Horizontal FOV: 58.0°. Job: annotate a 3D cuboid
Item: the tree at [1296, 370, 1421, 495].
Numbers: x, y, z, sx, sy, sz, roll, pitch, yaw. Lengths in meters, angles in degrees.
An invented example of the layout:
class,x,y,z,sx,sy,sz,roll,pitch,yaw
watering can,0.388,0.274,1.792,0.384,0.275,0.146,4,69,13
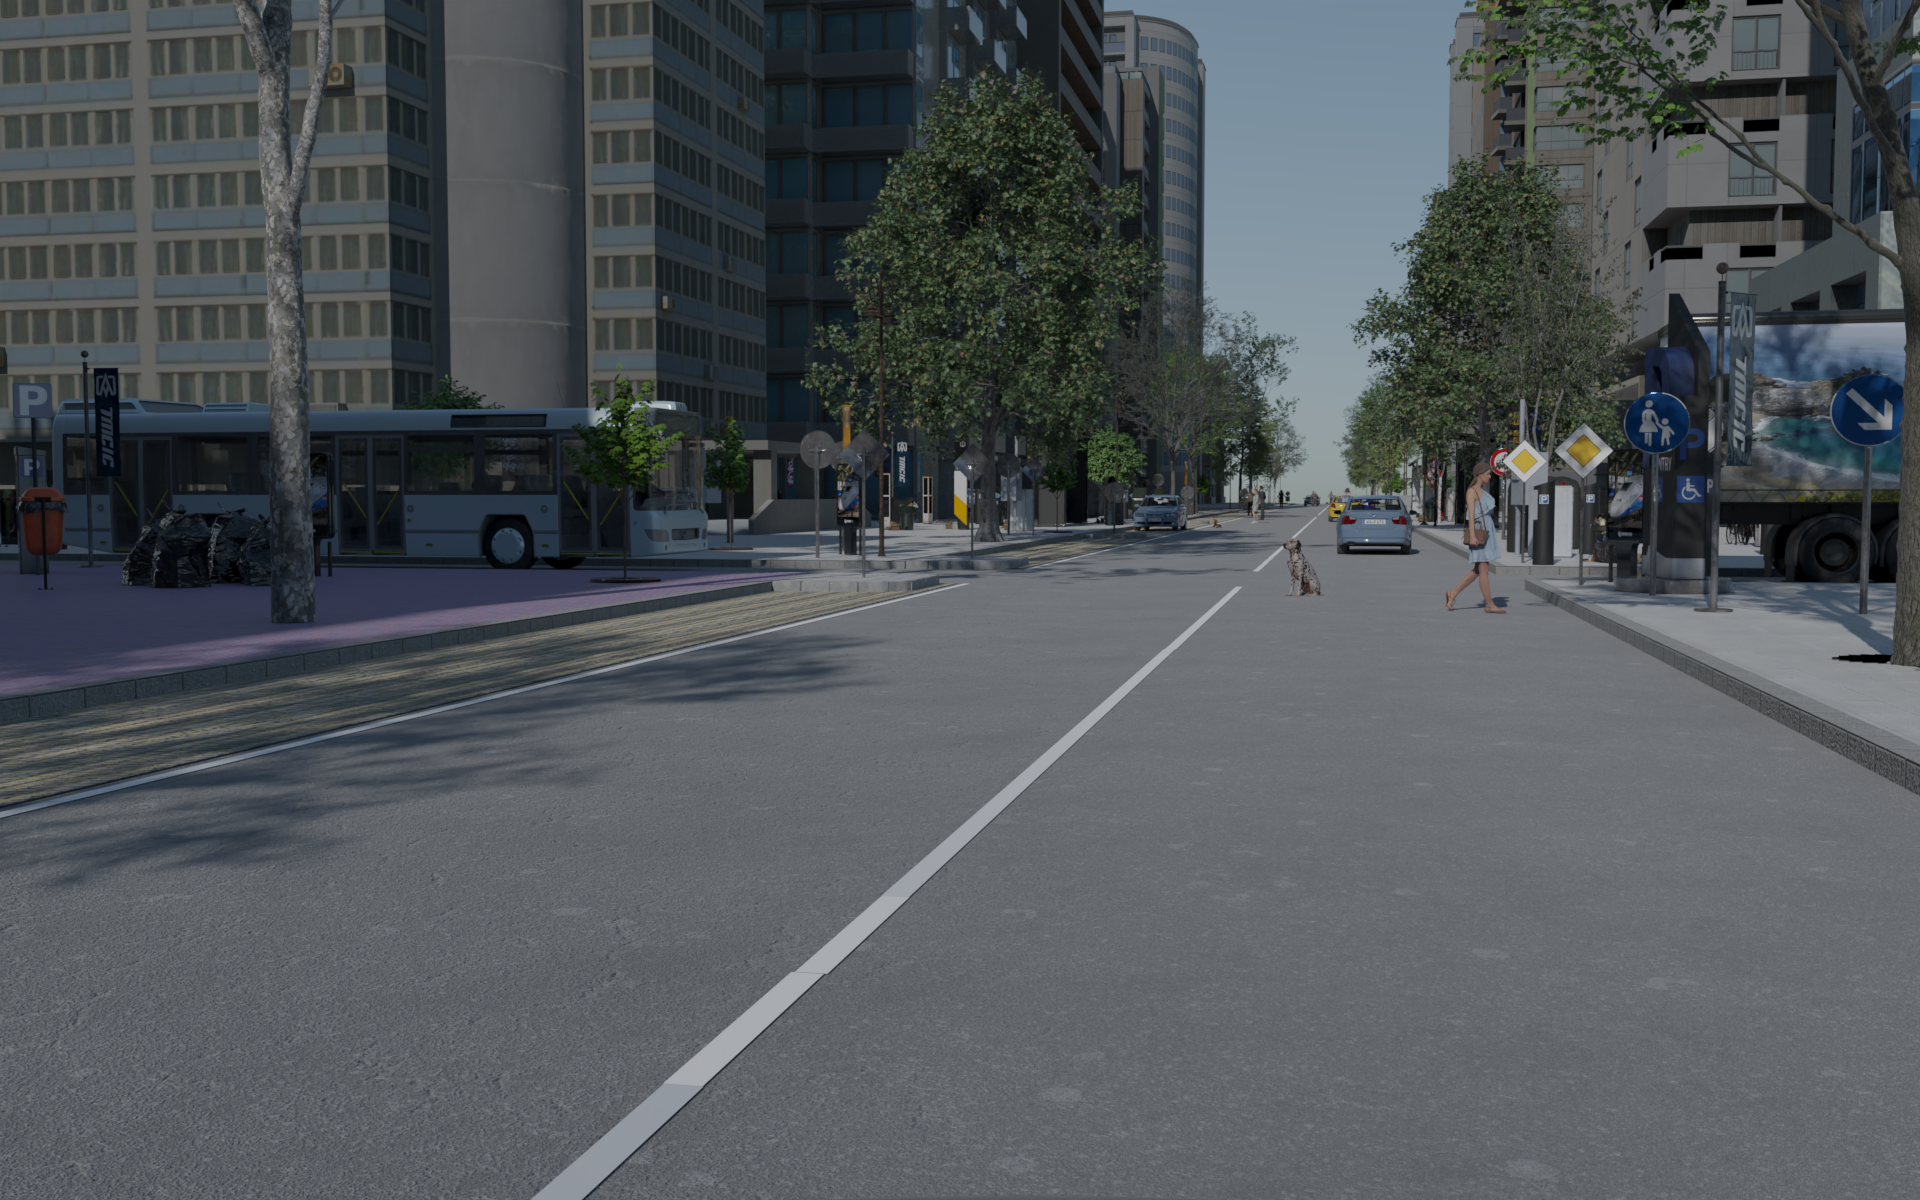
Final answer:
class,x,y,z,sx,sy,sz,roll,pitch,yaw
tree,41.955,-15.917,170.609,12.009,13.543,11.850,0,3,0

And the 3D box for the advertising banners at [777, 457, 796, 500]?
class,x,y,z,sx,sy,sz,roll,pitch,yaw
advertising banners,-8.320,-5.032,78.454,2.074,3.025,0.090,-2,4,-35

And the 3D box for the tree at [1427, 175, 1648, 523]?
class,x,y,z,sx,sy,sz,roll,pitch,yaw
tree,14.009,-5.550,41.105,4.360,8.622,3.978,0,3,0

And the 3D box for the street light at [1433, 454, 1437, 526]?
class,x,y,z,sx,sy,sz,roll,pitch,yaw
street light,18.849,-5.855,68.517,0.468,5.910,1.993,1,4,12

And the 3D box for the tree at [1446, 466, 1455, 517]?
class,x,y,z,sx,sy,sz,roll,pitch,yaw
tree,26.805,-6.251,96.807,1.663,3.219,1.824,0,3,0

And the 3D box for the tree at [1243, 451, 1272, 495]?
class,x,y,z,sx,sy,sz,roll,pitch,yaw
tree,36.126,-15.988,211.769,4.737,8.622,4.395,0,3,0

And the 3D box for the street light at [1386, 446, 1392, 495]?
class,x,y,z,sx,sy,sz,roll,pitch,yaw
street light,35.505,-10.433,143.373,0.468,5.910,1.993,1,4,12

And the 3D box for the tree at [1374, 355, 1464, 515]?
class,x,y,z,sx,sy,sz,roll,pitch,yaw
tree,23.010,-8.252,85.280,4.737,8.622,4.395,0,3,0

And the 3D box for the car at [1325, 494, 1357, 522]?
class,x,y,z,sx,sy,sz,roll,pitch,yaw
car,19.979,-4.867,89.801,2.015,1.641,3.980,1,4,11

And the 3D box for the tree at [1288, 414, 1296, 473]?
class,x,y,z,sx,sy,sz,roll,pitch,yaw
tree,46.319,-21.036,254.306,12.009,13.543,11.850,0,3,0

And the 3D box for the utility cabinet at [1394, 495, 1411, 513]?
class,x,y,z,sx,sy,sz,roll,pitch,yaw
utility cabinet,26.510,-5.662,103.734,1.020,1.237,0.306,-2,4,-23

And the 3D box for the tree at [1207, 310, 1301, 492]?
class,x,y,z,sx,sy,sz,roll,pitch,yaw
tree,29.509,-19.921,181.601,12.611,20.169,13.585,0,3,0

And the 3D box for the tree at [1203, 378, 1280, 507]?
class,x,y,z,sx,sy,sz,roll,pitch,yaw
tree,27.723,-15.320,168.607,7.486,12.596,7.792,0,3,0

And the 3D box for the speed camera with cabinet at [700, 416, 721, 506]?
class,x,y,z,sx,sy,sz,roll,pitch,yaw
speed camera with cabinet,-6.750,-2.999,43.376,0.660,3.252,2.038,2,4,24

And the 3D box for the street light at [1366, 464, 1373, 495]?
class,x,y,z,sx,sy,sz,roll,pitch,yaw
street light,53.247,-15.381,224.260,0.468,5.910,1.993,1,4,12

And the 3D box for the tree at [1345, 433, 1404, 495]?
class,x,y,z,sx,sy,sz,roll,pitch,yaw
tree,52.030,-18.181,215.379,7.486,12.596,7.792,0,3,0

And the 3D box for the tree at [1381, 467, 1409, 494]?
class,x,y,z,sx,sy,sz,roll,pitch,yaw
tree,31.461,-7.966,124.843,1.663,3.219,1.824,0,3,0

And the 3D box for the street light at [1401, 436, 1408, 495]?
class,x,y,z,sx,sy,sz,roll,pitch,yaw
street light,27.460,-8.208,106.990,0.468,5.910,1.993,1,4,12

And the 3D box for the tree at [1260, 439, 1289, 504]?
class,x,y,z,sx,sy,sz,roll,pitch,yaw
tree,44.515,-18.027,245.109,4.360,8.622,3.978,0,3,0

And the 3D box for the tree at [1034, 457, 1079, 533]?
class,x,y,z,sx,sy,sz,roll,pitch,yaw
tree,3.097,-3.842,57.418,1.663,3.219,1.824,0,3,0

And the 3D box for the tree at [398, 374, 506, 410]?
class,x,y,z,sx,sy,sz,roll,pitch,yaw
tree,-13.883,-3.893,47.364,4.285,4.588,4.351,0,3,0

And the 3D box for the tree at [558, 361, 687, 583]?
class,x,y,z,sx,sy,sz,roll,pitch,yaw
tree,-4.962,-1.885,25.417,1.663,3.219,1.824,0,3,0

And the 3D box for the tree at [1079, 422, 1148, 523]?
class,x,y,z,sx,sy,sz,roll,pitch,yaw
tree,6.833,-5.796,78.481,4.285,4.588,4.351,0,3,0

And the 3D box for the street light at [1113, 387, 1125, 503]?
class,x,y,z,sx,sy,sz,roll,pitch,yaw
street light,6.539,-6.068,71.994,0.468,5.910,1.993,1,4,12

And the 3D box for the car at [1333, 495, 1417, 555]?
class,x,y,z,sx,sy,sz,roll,pitch,yaw
car,10.128,-1.852,42.283,2.014,1.417,4.499,1,4,14

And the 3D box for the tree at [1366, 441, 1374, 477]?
class,x,y,z,sx,sy,sz,roll,pitch,yaw
tree,36.754,-12.036,147.158,4.737,8.622,4.395,0,3,0

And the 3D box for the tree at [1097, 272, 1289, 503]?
class,x,y,z,sx,sy,sz,roll,pitch,yaw
tree,11.892,-11.376,96.368,12.009,13.543,11.850,0,3,0

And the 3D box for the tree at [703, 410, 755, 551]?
class,x,y,z,sx,sy,sz,roll,pitch,yaw
tree,-5.221,-2.768,39.853,1.663,3.219,1.824,0,3,0

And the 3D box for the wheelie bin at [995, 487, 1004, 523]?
class,x,y,z,sx,sy,sz,roll,pitch,yaw
wheelie bin,1.492,-4.097,74.895,0.693,1.594,0.980,-2,4,-29

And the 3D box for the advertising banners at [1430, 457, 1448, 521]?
class,x,y,z,sx,sy,sz,roll,pitch,yaw
advertising banners,22.794,-5.244,81.928,2.074,3.025,0.090,-3,5,-40

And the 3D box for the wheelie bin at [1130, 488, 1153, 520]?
class,x,y,z,sx,sy,sz,roll,pitch,yaw
wheelie bin,8.803,-4.716,85.007,0.980,1.594,0.693,1,4,20

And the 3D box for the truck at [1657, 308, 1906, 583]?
class,x,y,z,sx,sy,sz,roll,pitch,yaw
truck,16.912,-2.315,26.761,11.283,4.237,2.839,1,4,14

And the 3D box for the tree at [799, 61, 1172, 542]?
class,x,y,z,sx,sy,sz,roll,pitch,yaw
tree,0.774,-7.902,46.213,9.611,12.733,9.660,0,3,0

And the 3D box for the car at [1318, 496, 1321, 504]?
class,x,y,z,sx,sy,sz,roll,pitch,yaw
car,49.287,-13.986,241.257,1.945,1.354,3.894,1,4,12

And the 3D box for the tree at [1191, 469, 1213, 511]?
class,x,y,z,sx,sy,sz,roll,pitch,yaw
tree,18.625,-8.490,133.414,1.663,3.219,1.824,0,3,0

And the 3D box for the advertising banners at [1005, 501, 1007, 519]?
class,x,y,z,sx,sy,sz,roll,pitch,yaw
advertising banners,2.702,-5.669,88.873,0.090,3.025,2.074,-1,4,-19

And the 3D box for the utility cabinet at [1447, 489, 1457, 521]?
class,x,y,z,sx,sy,sz,roll,pitch,yaw
utility cabinet,24.445,-4.647,84.658,0.318,1.500,1.173,-1,4,-21

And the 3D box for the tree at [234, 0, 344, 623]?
class,x,y,z,sx,sy,sz,roll,pitch,yaw
tree,-7.891,-9.787,15.908,12.611,20.169,13.585,0,3,0

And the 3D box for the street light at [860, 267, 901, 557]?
class,x,y,z,sx,sy,sz,roll,pitch,yaw
street light,-1.607,-3.828,35.380,0.468,5.910,1.993,1,4,12

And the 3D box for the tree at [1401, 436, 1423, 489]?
class,x,y,z,sx,sy,sz,roll,pitch,yaw
tree,21.077,-7.691,76.106,4.360,8.622,3.978,0,3,0

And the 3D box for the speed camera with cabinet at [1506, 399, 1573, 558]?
class,x,y,z,sx,sy,sz,roll,pitch,yaw
speed camera with cabinet,11.939,-2.520,35.533,0.660,3.252,2.038,0,4,-2

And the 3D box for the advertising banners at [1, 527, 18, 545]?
class,x,y,z,sx,sy,sz,roll,pitch,yaw
advertising banners,-24.839,-2.919,43.912,2.074,3.025,0.090,0,4,2

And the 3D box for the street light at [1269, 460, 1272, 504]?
class,x,y,z,sx,sy,sz,roll,pitch,yaw
street light,40.737,-15.567,227.304,0.468,5.910,1.993,1,4,12

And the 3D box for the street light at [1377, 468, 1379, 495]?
class,x,y,z,sx,sy,sz,roll,pitch,yaw
street light,43.398,-12.661,179.789,0.468,5.910,1.993,1,4,12

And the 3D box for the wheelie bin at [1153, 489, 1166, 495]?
class,x,y,z,sx,sy,sz,roll,pitch,yaw
wheelie bin,12.384,-6.099,107.619,0.980,1.594,0.693,2,4,29

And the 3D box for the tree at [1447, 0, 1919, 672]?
class,x,y,z,sx,sy,sz,roll,pitch,yaw
tree,7.193,-5.326,12.842,9.928,11.665,9.643,0,3,0

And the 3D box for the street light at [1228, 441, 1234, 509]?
class,x,y,z,sx,sy,sz,roll,pitch,yaw
street light,22.913,-10.639,146.737,0.468,5.910,1.993,1,4,12

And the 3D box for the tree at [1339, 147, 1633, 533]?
class,x,y,z,sx,sy,sz,roll,pitch,yaw
tree,17.533,-8.587,57.413,9.611,12.733,9.660,0,3,0

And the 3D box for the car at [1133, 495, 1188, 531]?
class,x,y,z,sx,sy,sz,roll,pitch,yaw
car,7.940,-3.444,68.319,2.014,1.417,4.499,1,4,14

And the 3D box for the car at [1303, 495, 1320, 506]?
class,x,y,z,sx,sy,sz,roll,pitch,yaw
car,42.445,-12.019,209.088,1.945,1.354,3.894,1,4,13

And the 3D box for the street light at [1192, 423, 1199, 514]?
class,x,y,z,sx,sy,sz,roll,pitch,yaw
street light,14.964,-8.413,110.334,0.468,5.910,1.993,1,4,12
